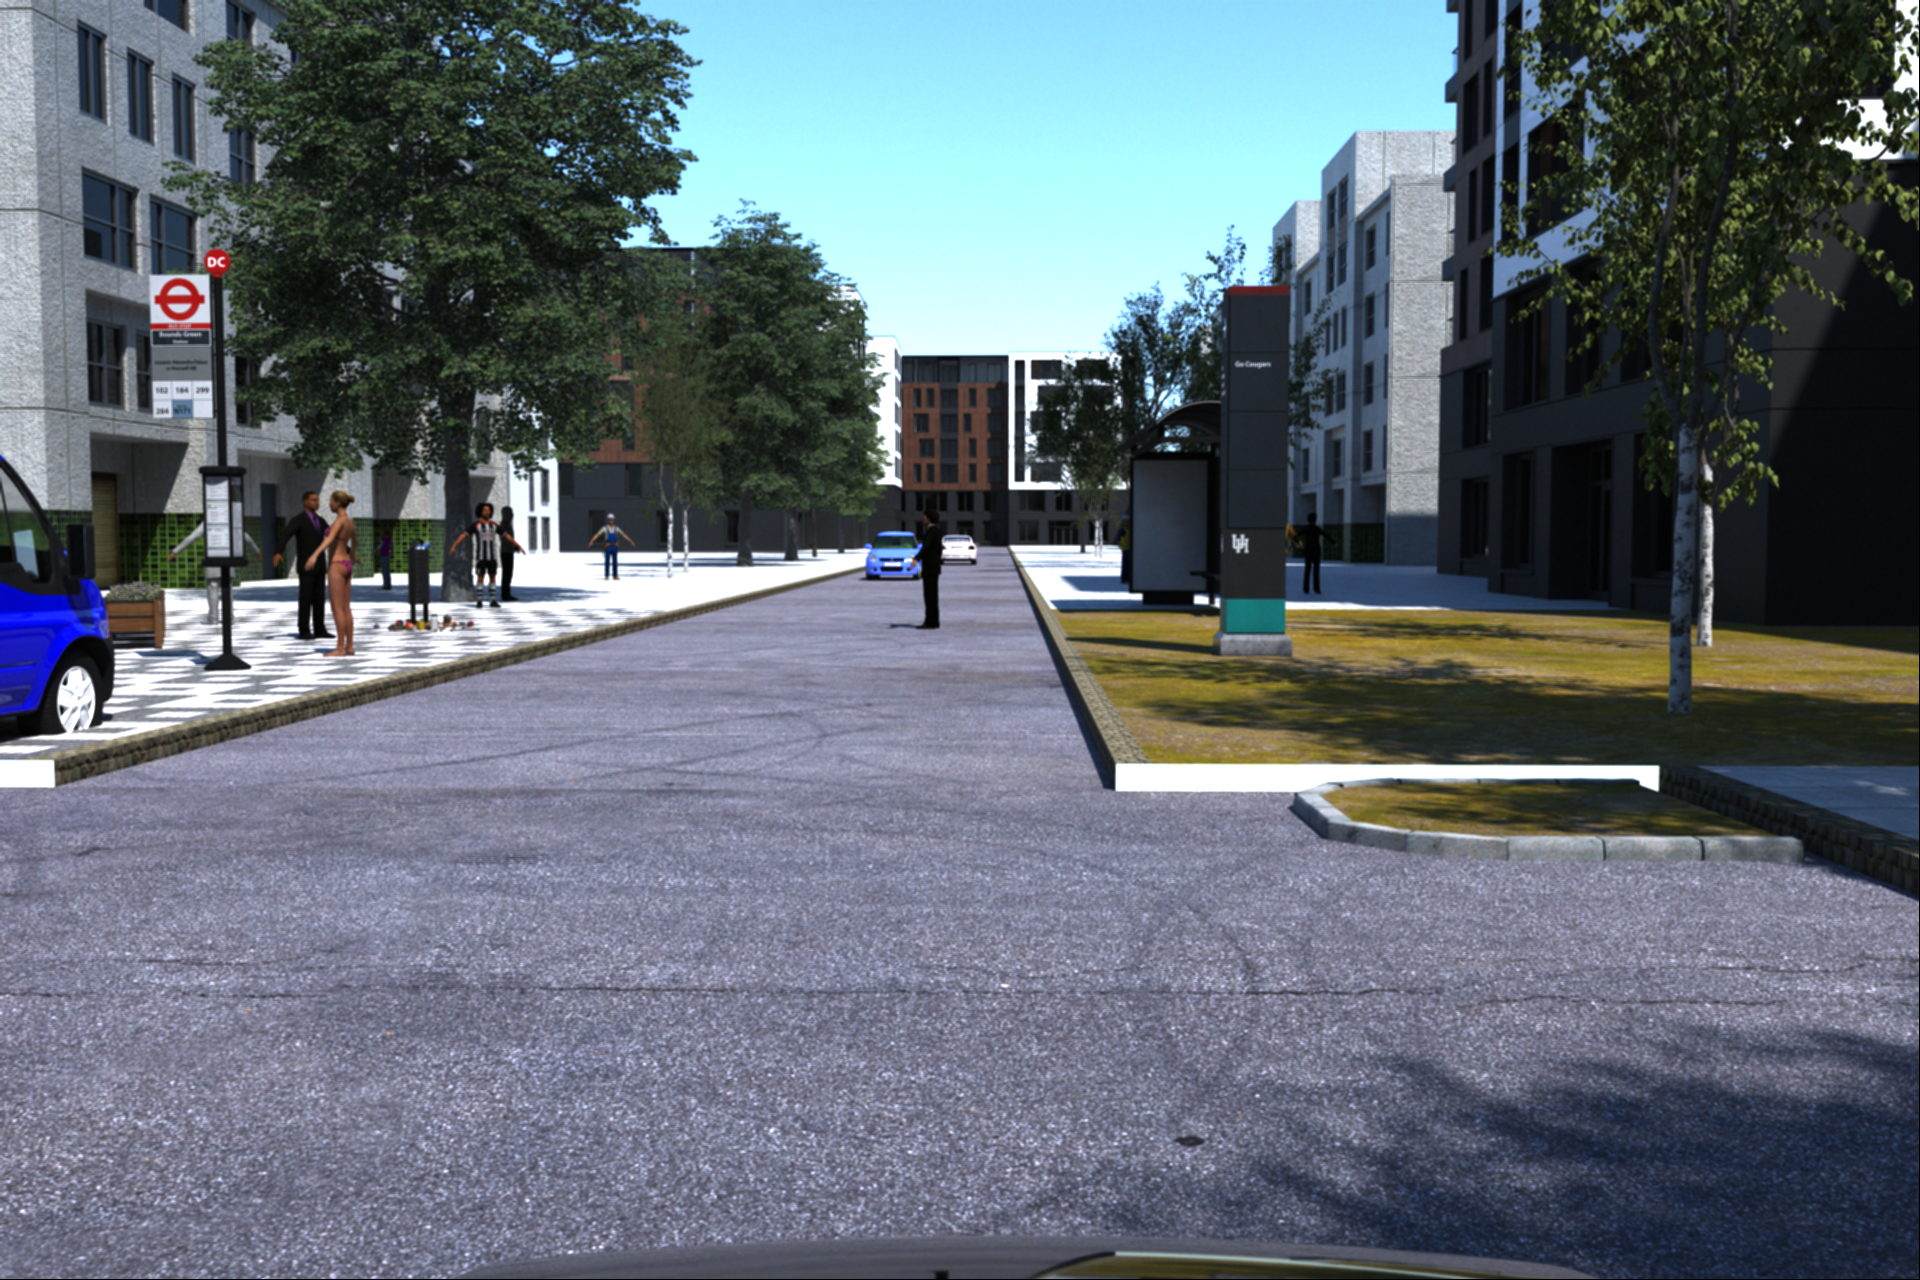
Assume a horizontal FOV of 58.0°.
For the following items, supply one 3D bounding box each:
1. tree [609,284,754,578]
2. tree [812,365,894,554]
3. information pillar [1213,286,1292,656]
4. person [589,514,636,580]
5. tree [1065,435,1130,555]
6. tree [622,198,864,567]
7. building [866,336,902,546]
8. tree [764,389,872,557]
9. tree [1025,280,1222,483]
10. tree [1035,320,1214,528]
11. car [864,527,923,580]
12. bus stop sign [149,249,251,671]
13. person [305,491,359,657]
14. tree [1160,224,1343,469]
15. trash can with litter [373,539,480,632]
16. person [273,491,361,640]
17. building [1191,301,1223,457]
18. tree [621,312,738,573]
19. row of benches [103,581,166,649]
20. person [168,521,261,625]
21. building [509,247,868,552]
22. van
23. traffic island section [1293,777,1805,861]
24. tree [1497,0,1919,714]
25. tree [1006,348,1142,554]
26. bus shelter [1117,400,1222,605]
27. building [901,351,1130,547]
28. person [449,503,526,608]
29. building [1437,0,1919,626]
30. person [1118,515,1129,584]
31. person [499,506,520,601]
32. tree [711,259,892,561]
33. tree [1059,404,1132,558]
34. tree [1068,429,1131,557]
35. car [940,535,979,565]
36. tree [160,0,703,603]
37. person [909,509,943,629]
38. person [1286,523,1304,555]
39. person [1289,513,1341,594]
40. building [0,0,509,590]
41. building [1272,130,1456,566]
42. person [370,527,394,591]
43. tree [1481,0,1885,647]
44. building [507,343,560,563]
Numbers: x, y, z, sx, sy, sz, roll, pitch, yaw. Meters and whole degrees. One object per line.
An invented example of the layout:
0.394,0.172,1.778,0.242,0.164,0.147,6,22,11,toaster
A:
-8.540,-6.084,49.842,4.360,8.622,3.978,0,3,0,tree
-8.034,-11.917,112.970,7.486,12.596,7.792,0,3,0,tree
3.122,-1.777,18.428,0.750,3.857,0.750,0,4,2,information pillar
-9.774,-2.611,48.548,1.347,1.847,0.705,-2,4,-29,person
8.283,-9.425,104.459,4.360,8.622,3.978,0,3,0,tree
-8.443,-9.857,67.814,9.857,13.997,8.962,0,3,0,tree
-20.726,-20.354,176.762,27.936,21.610,32.646,0,4,1,building
-8.368,-9.871,95.804,7.601,10.594,8.767,-3,4,-36,tree
6.631,-7.951,64.407,8.767,10.594,7.601,-1,4,-11,tree
7.269,-8.569,74.519,8.767,10.594,7.601,1,4,10,tree
-2.034,-2.769,54.865,1.945,1.707,3.694,0,4,2,car
-7.167,-1.689,16.320,0.855,3.939,0.416,0,4,2,bus stop sign
-6.598,-0.699,18.226,0.721,1.733,1.217,0,4,1,person
7.005,-5.618,42.218,4.737,8.622,4.395,0,3,0,tree
-7.173,-0.775,23.724,1.678,1.210,2.233,0,4,2,trash can with litter
-7.891,-0.912,21.141,0.704,1.802,1.346,2,4,26,person
28.449,-16.649,138.661,16.747,18.905,31.486,0,4,2,building
-8.999,-6.543,57.335,4.360,8.622,3.978,0,3,0,tree
-10.030,-0.343,21.066,1.422,0.672,4.104,-2,4,-24,row of benches
-10.496,-1.120,24.499,0.705,1.806,1.347,3,5,39,person
-22.647,-18.108,140.047,27.936,21.610,32.646,0,4,2,building
-6.721,-0.316,9.554,2.240,2.365,5.245,0,4,1,van
2.717,0.873,8.591,1.991,0.108,1.994,0,4,1,traffic island section
5.403,-3.781,12.188,4.737,8.622,4.395,0,3,0,tree
8.058,-12.470,114.261,12.009,13.543,11.850,0,3,0,tree
3.817,-2.138,28.876,2.014,3.302,5.546,0,4,1,bus shelter
3.803,-22.045,206.869,32.646,21.610,27.936,0,4,2,building
-8.236,-1.467,30.127,1.345,1.843,0.704,-2,4,-32,person
25.597,-11.948,39.332,27.936,21.610,32.646,0,4,2,building
4.388,-2.350,44.879,0.721,1.772,1.216,2,4,32,person
-8.699,-1.667,33.391,0.705,1.813,1.348,-2,4,-24,person
-8.030,-10.697,81.551,9.857,13.997,8.962,0,3,0,tree
7.606,-8.656,91.895,4.360,8.622,3.978,0,3,0,tree
7.556,-9.001,97.530,4.360,8.622,3.978,0,3,0,tree
-0.133,-4.260,82.011,2.083,1.381,4.827,0,4,0,car
-9.537,-7.675,32.139,9.857,13.997,8.962,0,3,0,tree
-0.469,-1.077,26.256,0.705,1.806,1.347,1,4,15,person
5.782,-1.596,31.858,1.354,1.858,0.705,-1,4,-21,person
7.620,-1.869,37.281,1.216,1.740,0.721,3,4,38,person
-25.711,-11.172,49.125,16.747,18.905,31.486,0,4,1,building
25.936,-13.335,84.490,16.747,18.905,31.486,0,4,2,building
-13.143,-1.847,39.457,0.599,1.433,0.991,1,4,9,person
8.286,-4.228,19.483,4.737,8.622,4.395,0,3,0,tree
-23.686,-8.625,83.167,9.099,9.664,28.070,0,4,1,building
